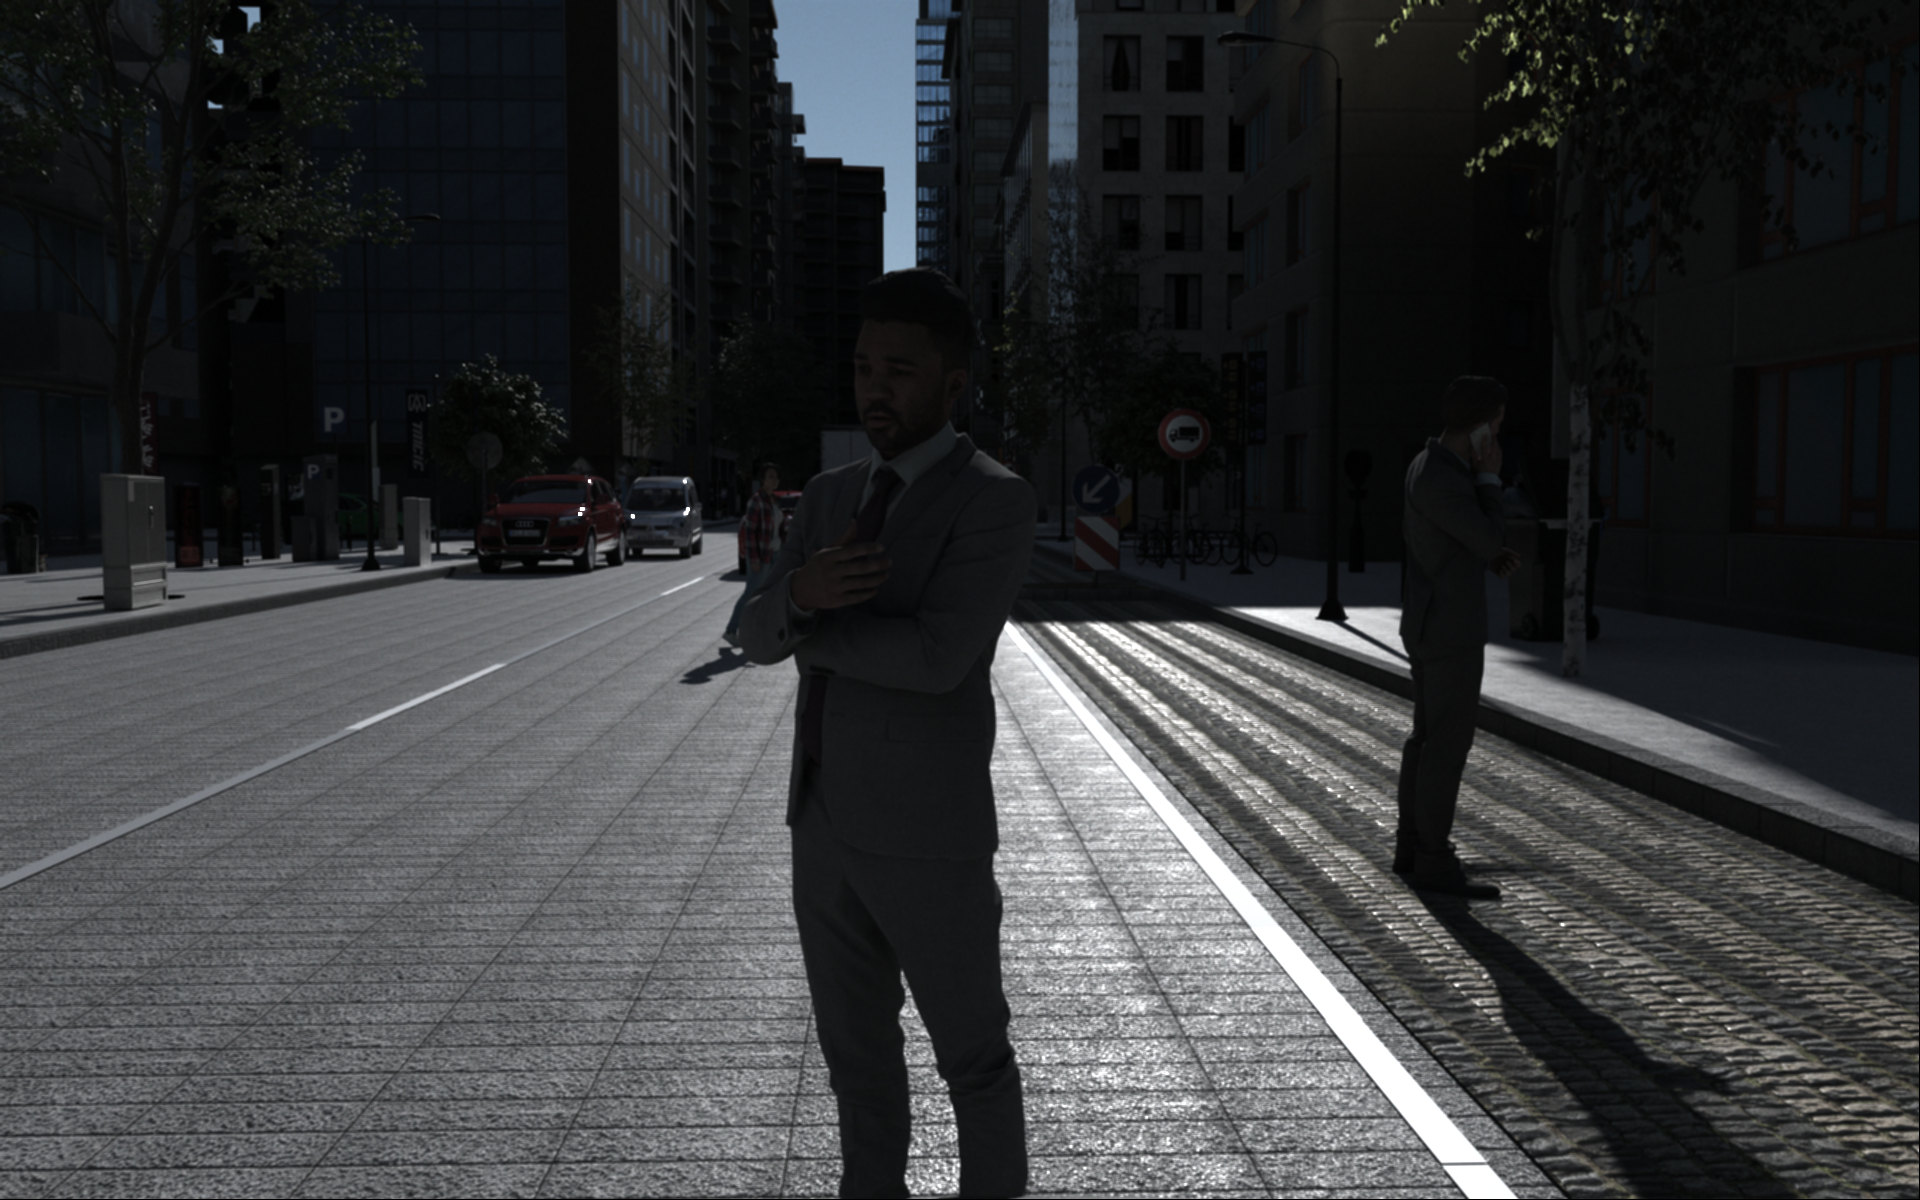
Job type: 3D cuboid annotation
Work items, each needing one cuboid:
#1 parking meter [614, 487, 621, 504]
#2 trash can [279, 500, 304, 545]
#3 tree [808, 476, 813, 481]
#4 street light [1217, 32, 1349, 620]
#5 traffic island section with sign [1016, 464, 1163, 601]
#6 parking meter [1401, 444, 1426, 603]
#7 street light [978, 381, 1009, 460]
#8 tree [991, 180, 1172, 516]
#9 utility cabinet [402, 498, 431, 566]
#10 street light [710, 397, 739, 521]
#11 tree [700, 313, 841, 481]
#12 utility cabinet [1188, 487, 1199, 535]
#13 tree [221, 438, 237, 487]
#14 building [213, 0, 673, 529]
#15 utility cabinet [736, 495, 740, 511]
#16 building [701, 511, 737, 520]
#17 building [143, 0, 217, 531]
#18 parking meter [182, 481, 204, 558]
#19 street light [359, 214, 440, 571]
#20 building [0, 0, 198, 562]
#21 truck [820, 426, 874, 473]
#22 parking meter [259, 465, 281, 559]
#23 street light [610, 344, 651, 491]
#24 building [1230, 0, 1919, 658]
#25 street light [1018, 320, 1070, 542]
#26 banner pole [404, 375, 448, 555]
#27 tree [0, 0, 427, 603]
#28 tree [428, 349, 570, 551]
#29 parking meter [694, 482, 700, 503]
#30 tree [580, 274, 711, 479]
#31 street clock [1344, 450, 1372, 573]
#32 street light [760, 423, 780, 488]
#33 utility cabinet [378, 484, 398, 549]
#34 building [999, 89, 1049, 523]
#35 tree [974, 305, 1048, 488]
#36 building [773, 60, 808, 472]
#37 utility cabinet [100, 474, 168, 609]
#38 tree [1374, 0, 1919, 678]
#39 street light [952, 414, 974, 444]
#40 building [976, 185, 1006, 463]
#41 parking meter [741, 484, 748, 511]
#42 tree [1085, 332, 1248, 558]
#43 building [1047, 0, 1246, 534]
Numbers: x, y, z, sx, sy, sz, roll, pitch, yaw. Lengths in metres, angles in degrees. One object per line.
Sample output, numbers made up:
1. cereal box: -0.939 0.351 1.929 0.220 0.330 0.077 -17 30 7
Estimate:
1. parking meter: -12.002 -3.181 60.425 0.372 1.533 0.369 0 3 0
2. trash can: -16.813 -1.962 43.735 0.748 1.137 0.748 0 3 0
3. tree: -15.879 -11.707 186.015 1.663 3.219 1.824 0 3 0
4. street light: 3.282 -2.756 17.603 1.470 5.913 1.316 0 4 -2
5. traffic island section with sign: 1.691 -0.940 23.998 1.989 1.847 2.006 0 4 -2
6. parking meter: 5.423 -0.902 20.455 0.399 1.863 0.255 -3 5 -44
7. street light: 1.449 -6.024 71.038 1.470 5.913 1.316 0 4 -2
8. tree: 3.063 -5.500 40.284 4.360 8.622 3.978 0 3 0
9. utility cabinet: -9.779 -1.227 31.228 0.306 1.237 1.020 0 4 -6
10. street light: -11.290 -6.767 83.183 1.470 5.913 1.316 0 4 -2
11. tree: -13.592 -13.216 122.738 9.857 13.997 8.962 0 3 0
12. utility cabinet: 7.326 -2.805 54.545 0.318 1.500 1.173 0 4 6
13. tree: -36.563 -6.223 85.454 4.285 4.588 4.351 0 3 0
14. building: -19.433 -25.598 68.640 14.600 45.320 14.200 0 4 -2
15. utility cabinet: -16.514 -7.151 128.079 0.306 1.237 1.020 -1 4 -20
16. building: -23.184 -40.164 94.936 20.563 71.187 20.611 0 4 -2
17. building: -34.487 -25.065 59.929 14.200 45.320 14.600 0 4 -2
18. parking meter: -15.390 -1.610 34.734 0.372 1.533 0.369 0 3 0
19. street light: -9.328 -3.445 28.865 1.470 5.913 1.316 0 4 -2
20. building: -32.135 -25.162 31.012 30.456 49.044 23.786 0 4 -2
21. truck: -4.499 -5.351 76.395 2.839 4.237 11.283 0 4 0
22. parking meter: -13.607 -1.739 34.148 0.255 1.863 0.399 0 4 -1
23. street light: -10.279 -4.973 53.851 1.470 5.913 1.316 0 4 -2
24. building: 20.834 -11.132 27.045 27.650 21.520 28.899 0 4 -2
25. street light: 2.243 -4.520 46.440 1.470 5.913 1.316 0 4 -2
26. banner pole: -11.216 -2.835 36.362 0.863 3.779 0.401 -3 4 -36
27. tree: -9.943 -5.805 20.661 9.928 11.665 9.643 0 3 0
28. tree: -10.618 -3.406 39.405 4.285 4.588 4.351 0 3 0
29. parking meter: -12.716 -4.780 83.866 0.255 1.863 0.399 0 4 -3
30. tree: -10.771 -6.647 59.034 4.737 8.622 4.395 0 3 0
31. street clock: 6.495 -1.452 28.305 0.358 2.002 0.471 -1 4 -23
32. street light: -12.404 -8.570 112.666 1.470 5.913 1.316 0 4 -2
33. utility cabinet: -13.300 -1.930 40.228 0.318 1.500 1.173 -2 4 -24
34. building: 7.358 -14.436 85.175 9.793 20.994 18.267 0 4 -2
35. tree: 2.685 -7.205 68.162 4.737 8.622 4.395 0 3 0
36. building: -32.407 -34.958 191.176 30.456 49.044 23.786 0 4 -2
37. utility cabinet: -9.293 -0.664 19.534 0.318 1.500 1.173 0 4 -7
38. tree: 4.546 -3.760 11.845 4.360 8.622 3.978 0 3 0
39. street light: 0.258 -7.838 100.693 1.470 5.913 1.316 0 4 -2
40. building: 8.347 -17.942 112.438 14.460 24.649 34.723 0 4 -2
41. parking meter: -12.078 -5.581 96.959 0.255 1.863 0.399 -3 4 -38
42. tree: 4.356 -3.154 35.288 4.285 4.588 4.351 0 3 0
43. building: 11.921 -12.573 60.314 16.860 20.320 10.420 0 4 -2
